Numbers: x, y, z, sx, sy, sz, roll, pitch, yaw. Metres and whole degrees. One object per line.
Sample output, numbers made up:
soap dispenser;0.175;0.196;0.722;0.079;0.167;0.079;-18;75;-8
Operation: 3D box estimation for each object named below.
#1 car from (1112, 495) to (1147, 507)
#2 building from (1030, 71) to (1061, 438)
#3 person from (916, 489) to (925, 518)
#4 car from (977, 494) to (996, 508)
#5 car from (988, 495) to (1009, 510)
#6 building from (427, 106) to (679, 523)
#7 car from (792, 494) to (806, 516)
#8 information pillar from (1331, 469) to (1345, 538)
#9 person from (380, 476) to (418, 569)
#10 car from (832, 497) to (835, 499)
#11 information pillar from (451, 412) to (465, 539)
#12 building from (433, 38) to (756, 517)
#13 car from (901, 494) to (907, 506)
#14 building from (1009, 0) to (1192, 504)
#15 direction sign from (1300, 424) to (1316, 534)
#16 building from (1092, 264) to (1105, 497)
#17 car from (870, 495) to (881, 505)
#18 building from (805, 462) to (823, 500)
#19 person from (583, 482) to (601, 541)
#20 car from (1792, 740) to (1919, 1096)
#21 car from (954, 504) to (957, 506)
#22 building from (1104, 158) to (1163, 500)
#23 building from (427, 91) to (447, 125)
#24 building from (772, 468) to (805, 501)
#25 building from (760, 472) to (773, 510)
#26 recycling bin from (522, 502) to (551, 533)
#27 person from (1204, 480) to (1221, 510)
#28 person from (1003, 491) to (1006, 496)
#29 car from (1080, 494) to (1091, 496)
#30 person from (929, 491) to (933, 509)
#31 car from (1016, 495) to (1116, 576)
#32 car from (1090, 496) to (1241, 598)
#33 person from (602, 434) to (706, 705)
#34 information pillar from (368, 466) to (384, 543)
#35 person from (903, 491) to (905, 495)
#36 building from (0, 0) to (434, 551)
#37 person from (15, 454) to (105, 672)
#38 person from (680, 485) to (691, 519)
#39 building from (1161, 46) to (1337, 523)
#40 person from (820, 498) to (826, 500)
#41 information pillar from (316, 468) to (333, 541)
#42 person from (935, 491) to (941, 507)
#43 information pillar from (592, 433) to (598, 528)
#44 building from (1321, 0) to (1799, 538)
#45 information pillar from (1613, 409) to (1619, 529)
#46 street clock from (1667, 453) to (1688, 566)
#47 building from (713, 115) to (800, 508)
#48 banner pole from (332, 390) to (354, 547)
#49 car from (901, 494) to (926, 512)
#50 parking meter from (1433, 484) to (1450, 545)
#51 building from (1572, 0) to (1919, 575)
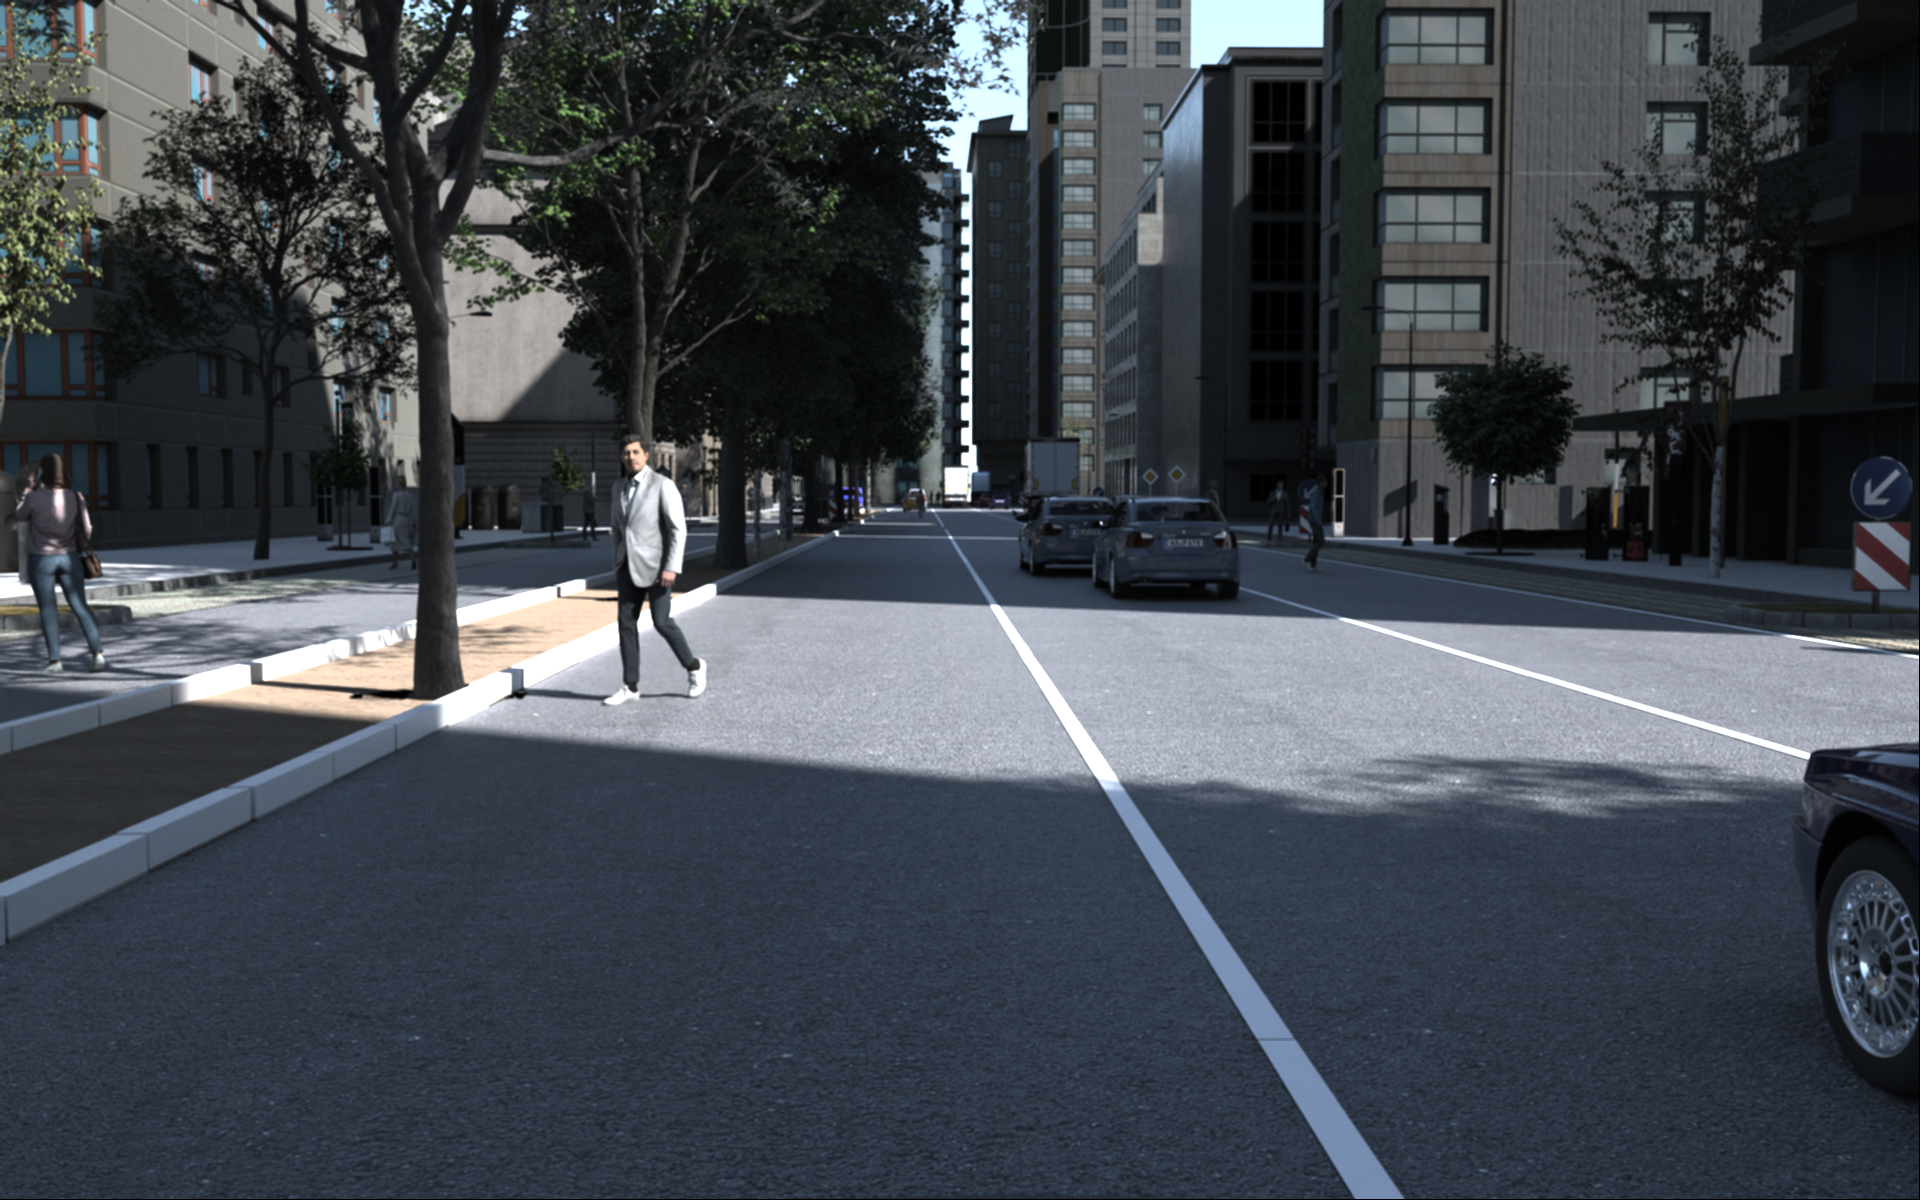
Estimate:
car;6.128;-3.075;62.271;2.014;1.417;4.499;0;4;-2
building;14.800;-32.717;185.037;14.600;45.320;14.200;0;4;-1
person;-2.360;-5.750;103.355;0.563;1.720;0.643;1;4;17
car;2.916;-10.717;184.268;2.155;1.783;4.494;0;4;-2
car;3.627;-9.115;161.618;1.945;1.354;3.894;0;4;-2
building;-19.891;-13.472;84.902;10.561;19.102;19.286;0;4;-1
car;-9.473;-5.626;101.775;2.009;1.686;4.222;0;4;-2
information pillar;11.012;-2.812;50.464;0.304;2.012;0.304;0;4;-1
person;-10.540;-1.457;32.680;0.694;1.780;0.624;-3;5;-41
car;-14.286;-11.335;194.117;1.959;1.807;4.718;0;4;1
information pillar;-14.381;-3.559;49.544;0.504;3.616;0.183;2;4;31
building;-24.272;-18.774;111.477;19.350;26.468;34.151;0;4;-1
car;-6.433;-12.668;216.705;1.945;1.707;3.694;0;4;0
building;16.927;-47.566;215.956;20.563;71.187;20.611;0;4;-1
direction sign;11.316;-3.939;56.402;0.379;3.537;0.876;-1;4;-20
building;15.412;-17.174;131.704;10.553;20.767;40.483;0;4;-1
car;-11.098;-12.859;222.820;1.945;1.354;3.894;0;4;-2
building;-32.173;-22.550;213.730;28.899;21.520;27.650;0;4;-1
person;-11.250;-2.695;52.744;0.526;1.800;0.537;-2;4;-26
car;3.032;0.588;2.967;1.945;1.354;3.894;0;4;1
car;-1.079;-11.985;207.748;2.131;1.459;4.920;0;4;-2
building;14.614;-15.139;102.274;10.420;20.320;16.860;0;4;-1
building;-33.283;-13.750;79.567;16.860;20.320;10.420;0;4;-1
building;-23.886;-30.459;181.602;14.154;41.232;14.086;0;4;-1
building;-20.647;-18.967;138.996;11.050;23.489;19.941;0;4;-1
recycling bin;-14.070;-2.750;57.517;0.722;1.027;0.722;1;4;13
person;6.270;-2.053;42.470;0.834;1.777;0.661;2;4;25
person;5.061;-11.195;192.076;0.617;1.759;0.750;-2;4;-34
car;7.513;-6.057;108.820;2.009;1.686;4.222;0;4;-2
person;-2.880;-9.799;169.240;0.721;1.766;1.217;0;4;-7
car;2.060;-1.205;31.704;2.014;1.417;4.499;0;4;-2
car;2.939;-0.802;25.121;2.014;1.417;4.499;0;4;-1
person;-2.135;-0.222;11.975;0.661;1.843;0.795;2;4;33
information pillar;-15.277;-2.497;45.326;0.304;2.012;0.304;0;4;-6
person;-7.187;-12.993;220.918;0.705;1.826;1.348;-1;4;-9
building;-34.131;-12.656;51.965;28.899;21.520;27.650;0;4;-1
person;-7.169;-0.293;13.888;0.643;1.750;0.593;3;5;43
person;-14.111;-5.043;88.913;0.534;1.772;0.576;3;5;43
building;25.502;-16.120;82.624;30.058;24.678;14.314;0;4;-1
person;-13.748;-10.004;172.756;0.721;1.739;1.217;2;4;29
information pillar;-17.320;-2.612;47.204;0.304;2.012;0.304;1;4;18
person;-2.562;-11.579;198.269;0.683;1.767;0.568;0;4;-5
information pillar;-13.959;-4.570;66.077;0.183;3.616;0.504;0;4;-7
building;18.972;-22.770;55.892;14.154;41.232;14.086;0;4;-1
information pillar;17.919;-3.422;47.308;0.183;3.616;0.504;1;4;18
street clock;12.808;-1.614;30.954;0.358;2.002;0.471;2;4;30
building;-31.506;-28.771;162.285;32.217;40.220;23.993;0;4;-1
banner pole;-14.847;-3.166;41.778;0.863;3.779;0.401;3;4;36
car;-3.719;-7.898;139.357;2.015;1.641;3.980;0;4;-1
parking meter;12.205;-2.170;43.894;0.372;1.533;0.369;0;3;0
building;24.878;-22.583;23.853;22.147;44.769;28.867;0;4;-1
